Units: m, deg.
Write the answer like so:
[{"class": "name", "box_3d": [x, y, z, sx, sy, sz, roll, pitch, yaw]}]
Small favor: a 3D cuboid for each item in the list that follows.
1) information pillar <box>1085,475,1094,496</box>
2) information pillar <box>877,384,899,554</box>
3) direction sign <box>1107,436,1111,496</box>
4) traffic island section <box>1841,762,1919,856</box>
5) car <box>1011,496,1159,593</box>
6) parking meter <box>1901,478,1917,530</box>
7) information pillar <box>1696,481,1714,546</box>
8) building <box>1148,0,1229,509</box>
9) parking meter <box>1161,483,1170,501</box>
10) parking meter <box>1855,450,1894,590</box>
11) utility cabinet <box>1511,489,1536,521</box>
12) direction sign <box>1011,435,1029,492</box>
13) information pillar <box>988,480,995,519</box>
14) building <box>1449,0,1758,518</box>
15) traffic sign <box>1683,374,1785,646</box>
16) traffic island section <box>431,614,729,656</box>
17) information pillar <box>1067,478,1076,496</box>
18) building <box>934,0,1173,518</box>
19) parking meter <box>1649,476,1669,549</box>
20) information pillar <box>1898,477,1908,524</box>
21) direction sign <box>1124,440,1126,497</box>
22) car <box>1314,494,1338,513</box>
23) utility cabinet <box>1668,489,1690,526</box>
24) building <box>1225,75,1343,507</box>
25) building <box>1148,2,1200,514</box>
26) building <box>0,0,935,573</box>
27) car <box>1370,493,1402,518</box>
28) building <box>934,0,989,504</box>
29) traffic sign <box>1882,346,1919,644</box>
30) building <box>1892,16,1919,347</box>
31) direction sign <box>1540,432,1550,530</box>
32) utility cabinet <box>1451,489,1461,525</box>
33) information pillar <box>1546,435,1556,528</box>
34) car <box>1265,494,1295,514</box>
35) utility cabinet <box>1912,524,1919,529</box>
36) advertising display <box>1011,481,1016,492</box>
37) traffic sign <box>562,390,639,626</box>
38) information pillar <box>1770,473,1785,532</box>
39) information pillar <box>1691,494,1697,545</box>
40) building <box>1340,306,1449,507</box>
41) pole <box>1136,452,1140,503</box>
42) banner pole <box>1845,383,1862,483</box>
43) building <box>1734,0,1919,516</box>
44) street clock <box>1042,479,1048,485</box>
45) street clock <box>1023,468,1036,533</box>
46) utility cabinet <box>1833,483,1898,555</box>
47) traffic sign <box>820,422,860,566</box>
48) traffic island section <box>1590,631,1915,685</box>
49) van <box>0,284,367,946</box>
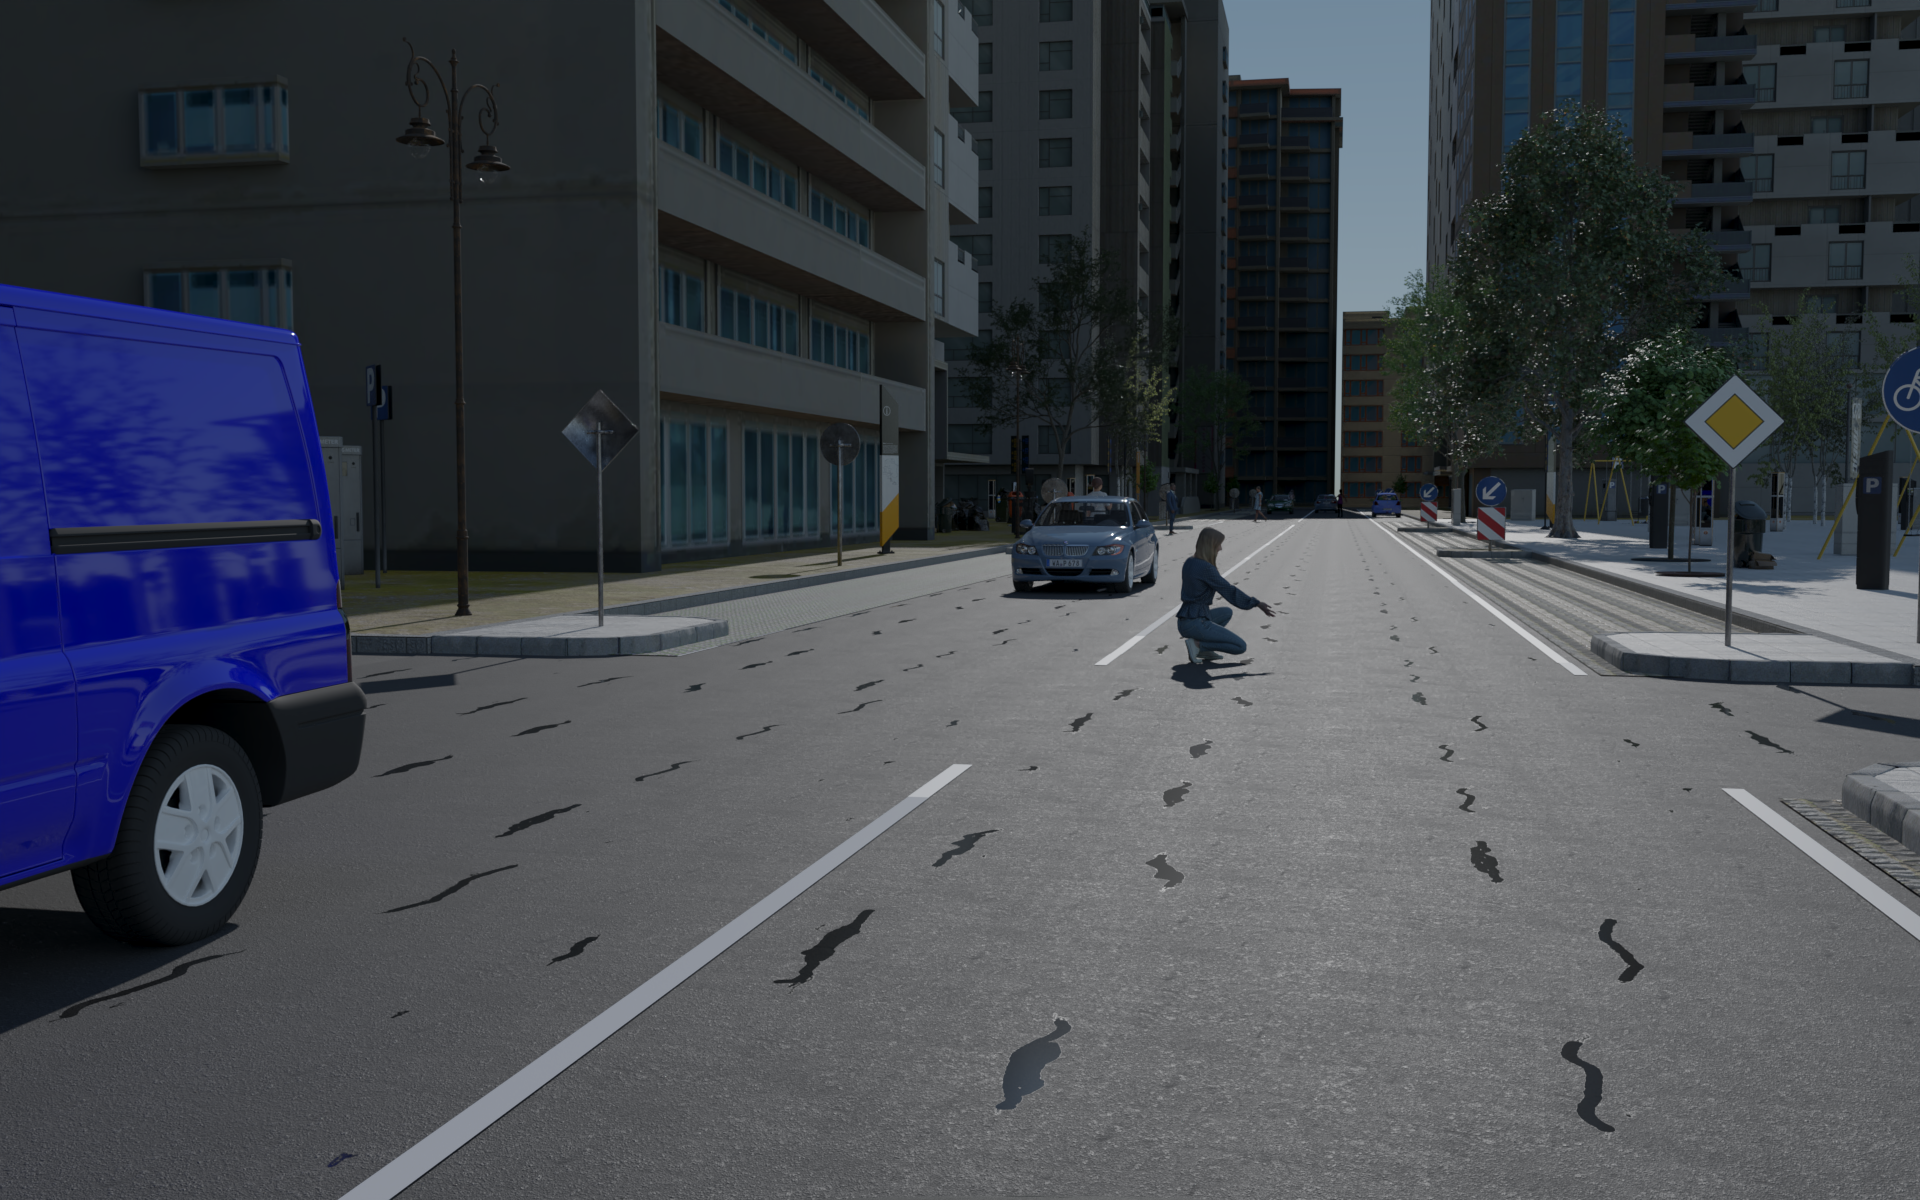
[{"class": "information pillar", "box_3d": [4.937, -3.771, 66.147, 0.304, 2.012, 0.304, -1, 4, -11]}, {"class": "information pillar", "box_3d": [-1.532, -2.803, 37.182, 0.504, 3.616, 0.183, -3, 5, -44]}, {"class": "direction sign", "box_3d": [5.851, -4.649, 68.003, 0.379, 3.537, 0.876, 1, 4, 14]}, {"class": "traffic island section", "box_3d": [4.807, 0.945, 6.829, 2.009, 0.180, 2.903, 1, 4, 12]}, {"class": "car", "box_3d": [2.017, -0.906, 26.814, 2.014, 1.417, 4.499, 1, 4, 14]}, {"class": "parking meter", "box_3d": [35.549, -3.613, 64.784, 0.399, 1.863, 0.255, 1, 4, 18]}, {"class": "information pillar", "box_3d": [18.333, -2.325, 42.512, 0.304, 2.012, 0.304, 2, 4, 26]}, {"class": "building", "box_3d": [12.827, -32.569, 156.199, 21.600, 48.544, 21.300, 1, 4, 12]}, {"class": "parking meter", "box_3d": [10.702, -5.176, 90.335, 0.399, 1.863, 0.255, 3, 4, 38]}, {"class": "parking meter", "box_3d": [12.277, -1.075, 23.281, 0.255, 1.863, 0.399, -3, 5, -44]}, {"class": "utility cabinet", "box_3d": [26.898, -4.530, 82.746, 0.318, 1.500, 1.173, -3, 4, -37]}, {"class": "direction sign", "box_3d": [2.319, -4.590, 67.051, 0.876, 3.537, 0.379, 3, 5, 40]}, {"class": "information pillar", "box_3d": [1.666, -5.277, 90.771, 0.304, 2.012, 0.304, 1, 4, 17]}, {"class": "building", "box_3d": [35.686, -27.384, 97.845, 14.600, 45.320, 14.200, 1, 4, 12]}, {"class": "traffic sign", "box_3d": [6.479, -0.668, 14.560, 0.795, 2.450, 0.064, 1, 4, 12]}, {"class": "traffic island section", "box_3d": [-3.503, 0.335, 16.805, 2.009, 0.180, 2.903, 1, 4, 12]}, {"class": "information pillar", "box_3d": [5.100, -4.592, 79.578, 0.304, 2.012, 0.304, -2, 4, -29]}, {"class": "building", "box_3d": [4.375, -20.018, 98.991, 14.160, 30.474, 14.107, 1, 4, 12]}, {"class": "parking meter", "box_3d": [16.443, -2.144, 40.772, 0.399, 1.863, 0.255, 0, 4, 3]}, {"class": "information pillar", "box_3d": [40.227, -4.241, 73.831, 0.304, 2.012, 0.304, 0, 4, 2]}, {"class": "direction sign", "box_3d": [6.984, -4.978, 73.387, 0.379, 3.537, 0.876, 0, 4, 2]}, {"class": "car", "box_3d": [27.698, -7.266, 130.800, 2.014, 1.417, 4.499, 1, 4, 13]}, {"class": "utility cabinet", "box_3d": [28.477, -3.693, 69.057, 1.173, 1.500, 0.318, 1, 4, 18]}, {"class": "building", "box_3d": [25.830, -32.418, 184.660, 28.867, 44.769, 22.147, 1, 4, 12]}, {"class": "building", "box_3d": [-0.069, -26.130, 119.114, 32.217, 40.220, 23.993, 1, 4, 12]}, {"class": "building", "box_3d": [-13.346, -25.406, 39.097, 21.300, 48.544, 21.600, 1, 4, 12]}, {"class": "car", "box_3d": [26.182, -5.919, 106.363, 1.945, 1.707, 3.694, 1, 4, 12]}, {"class": "building", "box_3d": [-14.511, -29.555, 72.464, 28.713, 52.752, 27.495, 1, 4, 12]}, {"class": "traffic sign", "box_3d": [8.264, -0.899, 14.804, 0.768, 2.556, 0.104, 1, 4, 15]}, {"class": "building", "box_3d": [79.224, -28.198, 144.627, 14.086, 41.232, 14.154, 1, 4, 12]}, {"class": "direction sign", "box_3d": [21.144, -4.312, 62.491, 0.379, 3.537, 0.876, 2, 4, 24]}, {"class": "utility cabinet", "box_3d": [20.307, -3.807, 70.931, 0.318, 1.500, 1.173, 1, 4, 12]}, {"class": "information pillar", "box_3d": [22.347, -4.532, 65.445, 0.183, 3.616, 0.504, -1, 4, -12]}, {"class": "car", "box_3d": [23.003, -6.883, 124.335, 2.131, 1.459, 4.920, 1, 4, 12]}, {"class": "utility cabinet", "box_3d": [34.687, -3.258, 61.952, 1.173, 1.500, 0.318, 2, 4, 26]}, {"class": "advertising display", "box_3d": [2.778, -5.089, 88.411, 0.123, 1.923, 0.974, 1, 4, 14]}, {"class": "traffic sign", "box_3d": [-3.479, -0.801, 16.738, 0.795, 2.450, 0.064, 1, 4, 12]}, {"class": "information pillar", "box_3d": [27.884, -3.340, 59.096, 0.304, 2.012, 0.304, -2, 4, -24]}, {"class": "information pillar", "box_3d": [18.559, -2.382, 43.434, 0.304, 2.012, 0.304, 1, 4, 9]}, {"class": "building", "box_3d": [54.768, -20.578, 181.495, 28.899, 21.520, 27.650, 1, 4, 12]}, {"class": "pole", "box_3d": [8.571, -5.480, 83.436, 0.158, 3.312, 0.155, 0, 3, 0]}, {"class": "banner pole", "box_3d": [20.233, -3.014, 39.296, 0.863, 3.779, 0.401, -3, 4, -38]}, {"class": "building", "box_3d": [46.761, -32.249, 116.512, 28.713, 52.752, 27.495, 1, 4, 12]}, {"class": "street clock", "box_3d": [4.072, -4.785, 82.798, 0.358, 2.002, 0.471, 1, 4, 20]}, {"class": "street clock", "box_3d": [1.963, -2.720, 49.035, 0.358, 2.002, 0.471, 0, 4, 1]}, {"class": "utility cabinet", "box_3d": [18.937, -1.685, 36.235, 1.173, 1.500, 0.318, 0, 4, -3]}, {"class": "traffic sign", "box_3d": [-2.149, -1.880, 30.848, 0.768, 2.556, 0.104, 1, 4, 17]}, {"class": "traffic island section", "box_3d": [6.504, 0.468, 14.632, 2.009, 0.180, 2.903, 1, 4, 12]}, {"class": "van", "box_3d": [-3.647, 0.018, 4.086, 2.240, 2.365, 5.245, 1, 4, 11]}]
